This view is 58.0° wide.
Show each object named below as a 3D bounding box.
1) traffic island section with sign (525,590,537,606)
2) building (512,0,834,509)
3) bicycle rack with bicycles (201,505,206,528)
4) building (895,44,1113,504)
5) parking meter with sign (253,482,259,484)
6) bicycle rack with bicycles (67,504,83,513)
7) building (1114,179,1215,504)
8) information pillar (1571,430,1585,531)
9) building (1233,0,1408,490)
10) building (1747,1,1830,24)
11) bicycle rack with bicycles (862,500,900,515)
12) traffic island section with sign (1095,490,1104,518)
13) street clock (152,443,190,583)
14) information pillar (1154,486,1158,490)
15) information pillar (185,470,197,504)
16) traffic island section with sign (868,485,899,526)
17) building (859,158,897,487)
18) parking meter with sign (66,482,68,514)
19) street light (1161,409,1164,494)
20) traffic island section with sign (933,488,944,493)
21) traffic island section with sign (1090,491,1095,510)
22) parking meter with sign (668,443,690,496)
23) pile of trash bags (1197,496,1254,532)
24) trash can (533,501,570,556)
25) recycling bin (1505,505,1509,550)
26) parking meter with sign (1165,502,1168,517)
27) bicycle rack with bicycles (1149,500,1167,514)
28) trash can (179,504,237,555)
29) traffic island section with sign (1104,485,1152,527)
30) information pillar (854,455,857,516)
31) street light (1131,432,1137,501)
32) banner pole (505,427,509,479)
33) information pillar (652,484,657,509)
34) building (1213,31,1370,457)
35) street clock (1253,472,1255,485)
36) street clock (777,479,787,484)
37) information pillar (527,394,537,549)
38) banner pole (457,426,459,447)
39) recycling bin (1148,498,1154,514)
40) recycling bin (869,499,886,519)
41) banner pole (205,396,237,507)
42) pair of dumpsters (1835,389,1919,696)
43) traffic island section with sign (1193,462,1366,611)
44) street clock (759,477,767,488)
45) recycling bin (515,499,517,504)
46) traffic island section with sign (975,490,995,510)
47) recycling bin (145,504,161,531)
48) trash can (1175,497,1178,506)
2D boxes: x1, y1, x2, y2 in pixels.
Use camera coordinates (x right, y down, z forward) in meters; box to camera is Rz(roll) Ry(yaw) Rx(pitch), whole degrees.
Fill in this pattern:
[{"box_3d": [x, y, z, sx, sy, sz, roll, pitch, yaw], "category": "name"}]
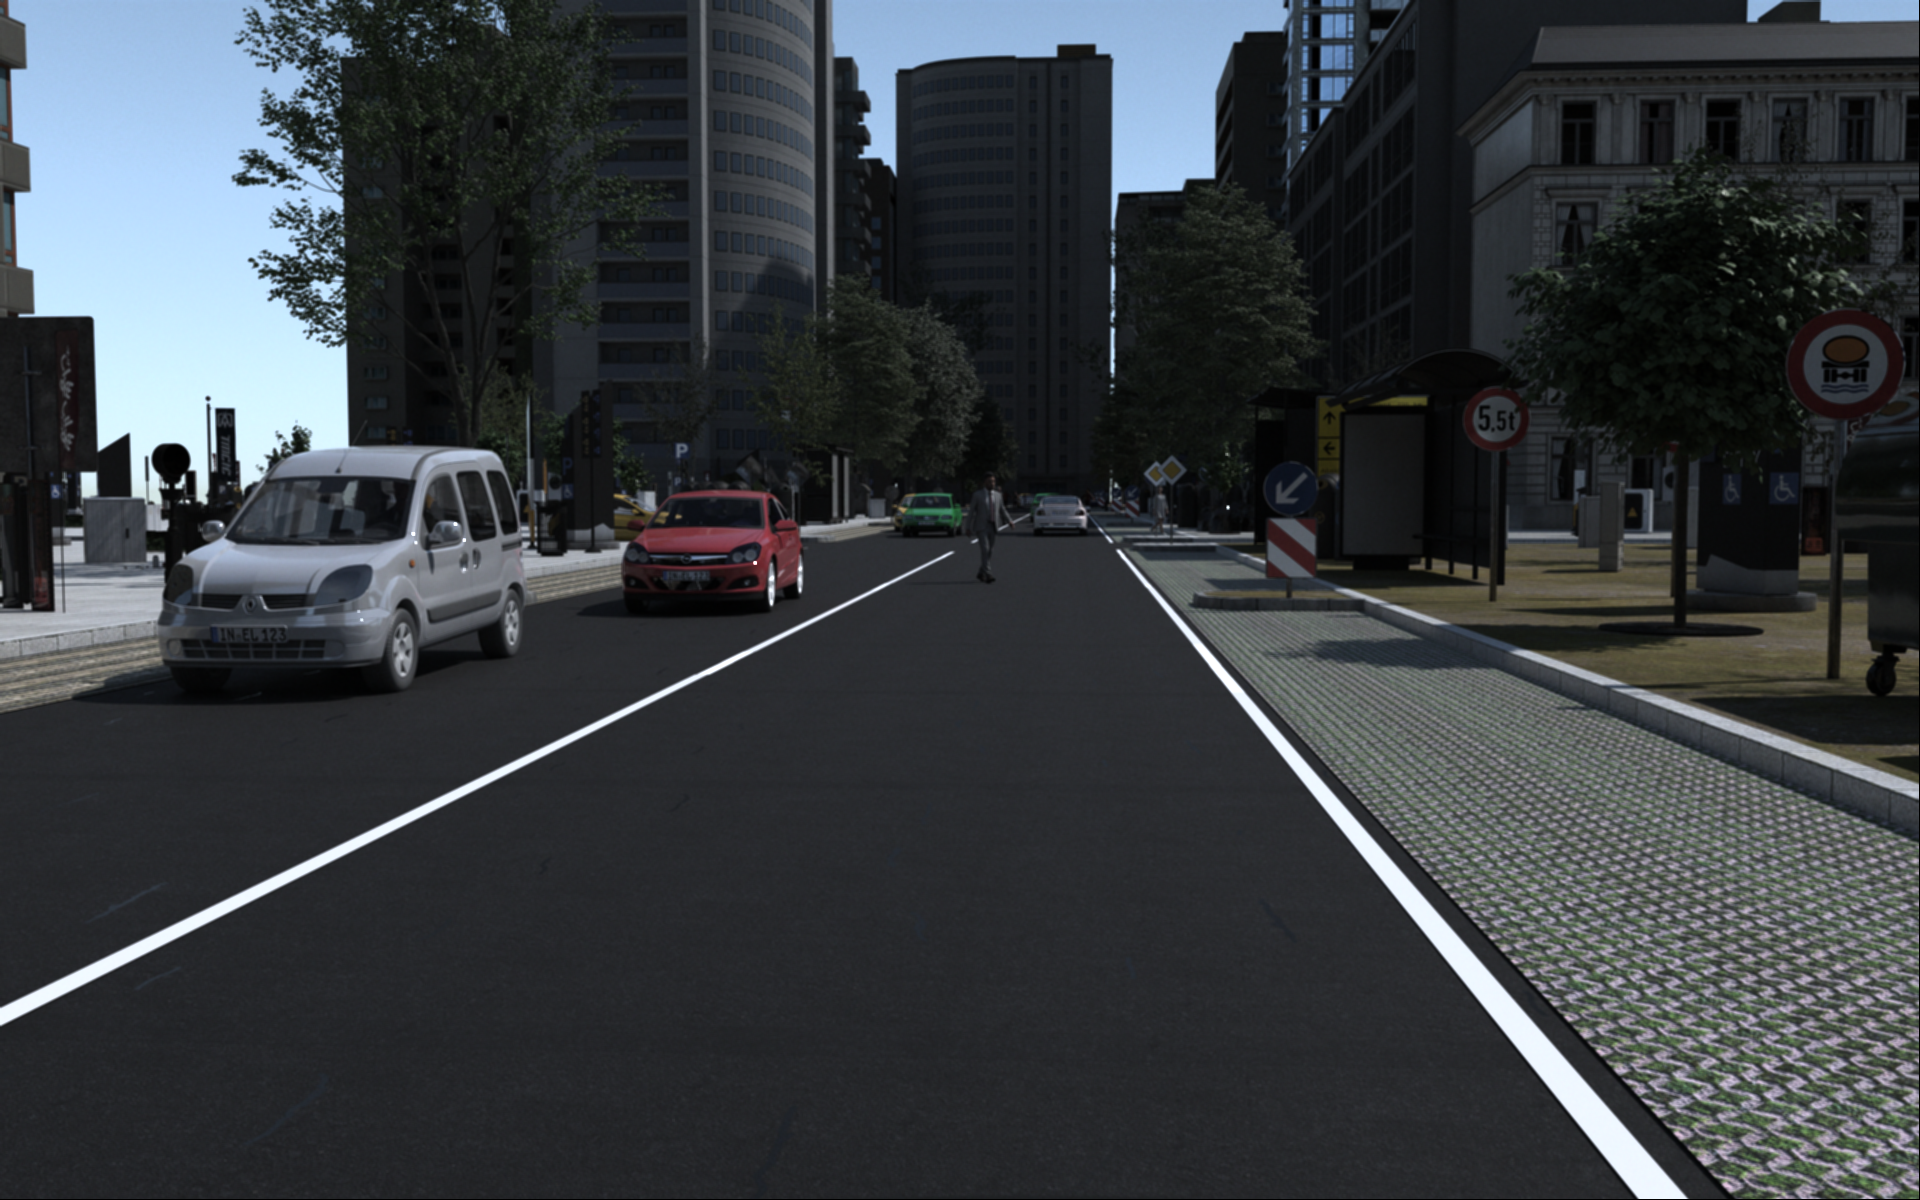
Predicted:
[{"box_3d": [-6.543, -0.829, 22.177, 1.989, 1.847, 2.006, 0, 4, 4], "category": "traffic island section with sign"}, {"box_3d": [-22.805, -36.752, 142.896, 21.231, 58.520, 28.212, 0, 4, 4], "category": "building"}, {"box_3d": [-24.704, -2.702, 57.553, 2.925, 0.926, 2.852, -1, 4, -20], "category": "bicycle rack with bicycles"}, {"box_3d": [5.905, -42.165, 231.392, 28.212, 58.520, 21.231, 0, 4, 4], "category": "building"}, {"box_3d": [-43.492, -6.804, 107.512, 1.738, 3.016, 0.543, 0, 4, -5], "category": "parking meter with sign"}, {"box_3d": [-53.748, -5.670, 106.093, 2.925, 0.926, 2.852, -1, 4, -11], "category": "bicycle rack with bicycles"}, {"box_3d": [27.382, -33.253, 227.283, 14.086, 41.232, 14.154, 0, 4, 4], "category": "building"}, {"box_3d": [21.298, -4.173, 59.580, 0.504, 3.616, 0.183, -2, 4, -34], "category": "information pillar"}, {"box_3d": [36.937, -51.304, 151.495, 22.319, 86.520, 31.000, 0, 4, 4], "category": "building"}, {"box_3d": [77.320, -33.802, 176.362, 21.600, 48.544, 21.300, 0, 4, 4], "category": "building"}, {"box_3d": [-4.424, -5.582, 104.644, 2.852, 0.926, 2.925, 3, 5, 42], "category": "bicycle rack with bicycles"}, {"box_3d": [9.234, -5.812, 103.659, 1.989, 1.847, 2.006, 0, 4, 4], "category": "traffic island section with sign"}, {"box_3d": [-11.286, -1.239, 24.825, 0.358, 2.002, 0.471, 2, 4, 28], "category": "street clock"}, {"box_3d": [13.889, -7.202, 122.251, 0.304, 2.012, 0.304, -3, 4, -36], "category": "information pillar"}, {"box_3d": [-23.980, -3.030, 54.027, 0.304, 2.012, 0.304, -1, 4, -19], "category": "information pillar"}, {"box_3d": [-3.010, -4.197, 77.257, 1.989, 1.847, 2.006, 0, 4, 4], "category": "traffic island section with sign"}, {"box_3d": [-15.703, -35.489, 230.350, 14.200, 45.320, 14.600, 0, 4, 4], "category": "building"}, {"box_3d": [-59.194, -7.210, 114.145, 1.738, 3.016, 0.543, 2, 4, 26], "category": "parking meter with sign"}, {"box_3d": [10.228, -7.030, 87.724, 0.468, 5.910, 1.993, 0, 4, 4], "category": "street light"}, {"box_3d": [-1.264, -5.852, 104.302, 1.989, 1.847, 2.006, 0, 4, 4], "category": "traffic island section with sign"}, {"box_3d": [12.435, -8.865, 153.574, 1.989, 1.847, 2.006, 0, 4, 4], "category": "traffic island section with sign"}, {"box_3d": [-9.730, -3.868, 59.511, 0.543, 3.016, 1.738, -1, 4, -21], "category": "parking meter with sign"}, {"box_3d": [9.865, -3.011, 58.981, 3.447, 1.369, 1.912, 0, 4, -2], "category": "pile of trash bags"}, {"box_3d": [-8.433, -1.476, 35.784, 0.748, 1.137, 0.748, 0, 3, 0], "category": "trash can"}, {"box_3d": [12.220, -1.688, 40.157, 0.722, 1.027, 0.722, -1, 4, -11], "category": "recycling bin"}, {"box_3d": [12.162, -6.124, 96.392, 1.738, 3.016, 0.543, 0, 4, -6], "category": "parking meter with sign"}, {"box_3d": [12.857, -5.586, 104.715, 2.925, 0.926, 2.852, 0, 4, -6], "category": "bicycle rack with bicycles"}, {"box_3d": [-10.513, -0.770, 24.240, 0.748, 1.137, 0.748, 0, 3, 0], "category": "trash can"}, {"box_3d": [7.502, -4.167, 76.759, 1.989, 1.847, 2.006, 0, 4, 4], "category": "traffic island section with sign"}, {"box_3d": [-6.243, -6.682, 100.609, 0.504, 3.616, 0.183, 0, 4, -3], "category": "information pillar"}, {"box_3d": [12.702, -9.397, 126.428, 0.468, 5.910, 1.993, 0, 4, 4], "category": "street light"}, {"box_3d": [-16.957, -4.580, 64.901, 0.401, 3.779, 0.863, -1, 4, -12], "category": "banner pole"}, {"box_3d": [-21.623, -7.220, 122.536, 0.304, 2.012, 0.304, 1, 4, 9], "category": "information pillar"}, {"box_3d": [37.850, -33.957, 178.900, 21.300, 48.544, 21.600, 0, 4, 4], "category": "building"}, {"box_3d": [9.337, -3.019, 53.932, 0.358, 2.002, 0.471, -2, 4, -28], "category": "street clock"}, {"box_3d": [-8.598, -4.831, 83.560, 0.471, 2.002, 0.358, 2, 4, 27], "category": "street clock"}, {"box_3d": [-10.103, -3.022, 40.761, 0.183, 3.616, 0.504, -1, 4, -22], "category": "information pillar"}, {"box_3d": [-13.145, -3.410, 45.775, 0.401, 3.779, 0.863, -2, 4, -35], "category": "banner pole"}, {"box_3d": [12.837, -6.207, 114.039, 0.722, 1.027, 0.722, 2, 4, 29], "category": "recycling bin"}, {"box_3d": [-4.365, -4.807, 91.149, 0.722, 1.027, 0.722, -2, 4, -24], "category": "recycling bin"}, {"box_3d": [-18.954, -3.323, 44.345, 0.863, 3.779, 0.401, -1, 4, -16], "category": "banner pole"}, {"box_3d": [6.261, -0.393, 8.912, 1.574, 2.255, 4.437, 0, 4, 4], "category": "pair of dumpsters"}, {"box_3d": [3.998, -0.818, 22.004, 1.989, 1.847, 2.006, 0, 4, 4], "category": "traffic island section with sign"}, {"box_3d": [-8.522, -4.294, 74.772, 0.358, 2.002, 0.471, 1, 4, 11], "category": "street clock"}, {"box_3d": [-21.918, -4.464, 85.547, 0.722, 1.027, 0.722, -1, 4, -14], "category": "recycling bin"}, {"box_3d": [1.939, -8.907, 154.254, 1.989, 1.847, 2.006, 0, 4, 4], "category": "traffic island section with sign"}, {"box_3d": [-20.086, -1.828, 42.444, 0.722, 1.027, 0.722, 0, 4, 2], "category": "recycling bin"}, {"box_3d": [11.335, -4.706, 88.594, 0.748, 1.137, 0.748, 0, 3, 0], "category": "trash can"}]
